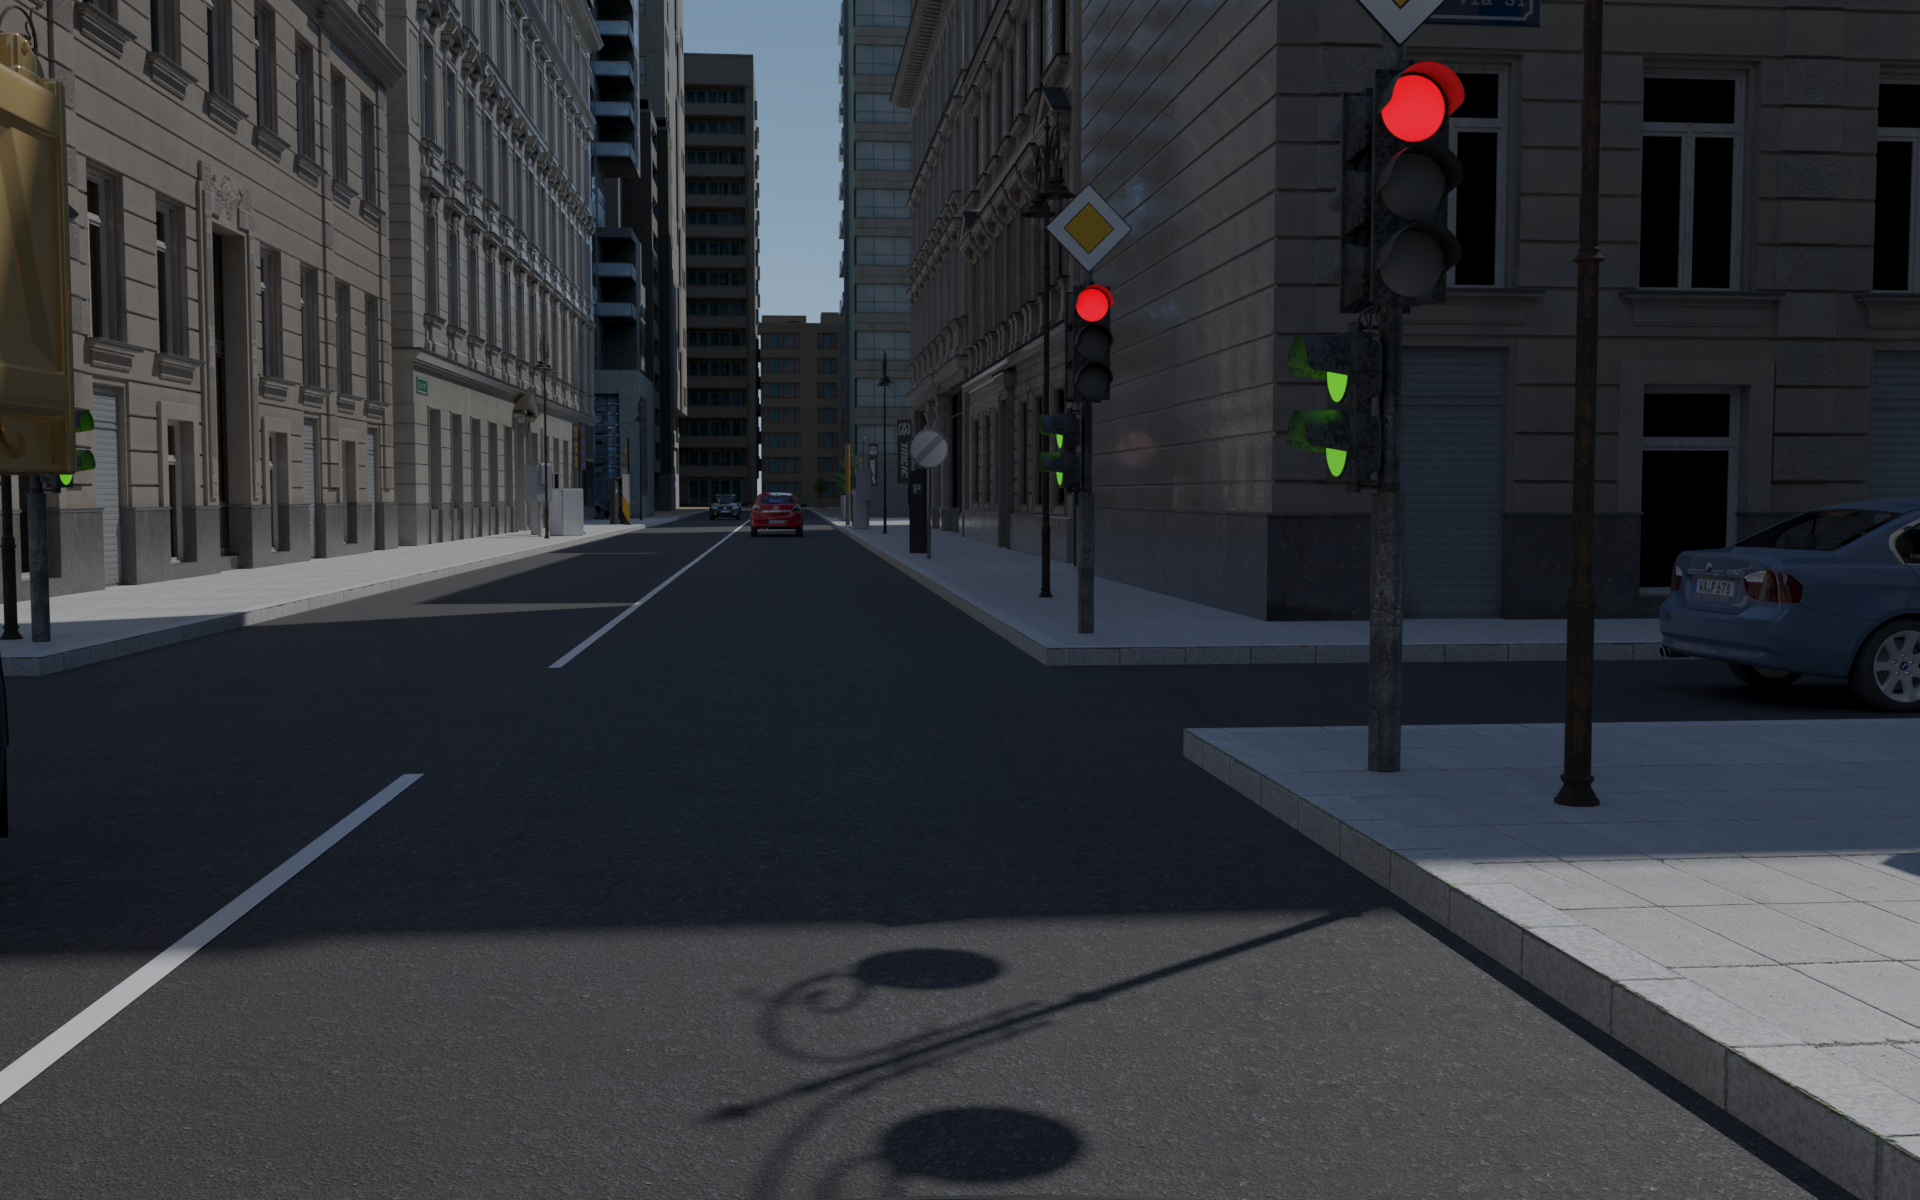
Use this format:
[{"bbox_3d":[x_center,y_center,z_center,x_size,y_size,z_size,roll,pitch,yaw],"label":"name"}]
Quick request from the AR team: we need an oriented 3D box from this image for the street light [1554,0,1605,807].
[{"bbox_3d":[2.559,-2.093,7.005,0.468,5.910,1.993,0,4,-6],"label":"street light"}]

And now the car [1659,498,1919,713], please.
[{"bbox_3d":[7.348,-0.017,12.282,4.499,1.417,2.014,0,4,-6],"label":"car"}]

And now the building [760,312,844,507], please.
[{"bbox_3d":[-7.098,-21.072,189.572,28.899,21.520,27.650,0,4,-6],"label":"building"}]

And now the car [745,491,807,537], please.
[{"bbox_3d":[-6.353,-3.114,59.950,2.155,1.783,4.494,0,4,-6],"label":"car"}]

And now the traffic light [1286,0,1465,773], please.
[{"bbox_3d":[1.952,-1.163,7.932,0.839,4.253,0.868,0,4,-6],"label":"traffic light"}]

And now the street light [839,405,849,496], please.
[{"bbox_3d":[-6.049,-7.189,90.321,0.468,5.910,1.993,0,4,-6],"label":"street light"}]

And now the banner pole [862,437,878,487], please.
[{"bbox_3d":[-3.971,-5.237,75.642,0.863,3.779,0.401,1,4,13],"label":"banner pole"}]

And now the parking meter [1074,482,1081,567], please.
[{"bbox_3d":[2.155,-1.531,30.739,0.255,1.863,0.399,0,4,6],"label":"parking meter"}]

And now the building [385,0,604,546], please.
[{"bbox_3d":[-23.371,-17.480,62.219,17.030,29.872,44.131,0,4,-6],"label":"building"}]

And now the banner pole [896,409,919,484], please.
[{"bbox_3d":[-1.487,-3.725,50.916,0.863,3.779,0.401,1,4,22],"label":"banner pole"}]

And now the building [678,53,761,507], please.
[{"bbox_3d":[-32.113,-34.227,183.314,21.600,48.544,21.300,0,4,-6],"label":"building"}]

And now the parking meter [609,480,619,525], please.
[{"bbox_3d":[-14.549,-4.105,72.834,0.255,1.863,0.399,1,4,14],"label":"parking meter"}]

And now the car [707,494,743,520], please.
[{"bbox_3d":[-13.130,-5.331,96.946,2.009,1.686,4.222,0,4,-7],"label":"car"}]

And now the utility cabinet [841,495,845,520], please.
[{"bbox_3d":[-5.629,-4.498,84.707,0.306,1.237,1.020,-1,4,-10],"label":"utility cabinet"}]

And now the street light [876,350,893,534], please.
[{"bbox_3d":[-2.425,-5.080,55.839,0.468,5.910,1.993,0,4,-6],"label":"street light"}]

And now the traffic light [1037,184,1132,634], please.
[{"bbox_3d":[1.144,-1.649,15.876,0.839,4.253,0.868,0,4,-6],"label":"traffic light"}]

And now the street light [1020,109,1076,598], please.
[{"bbox_3d":[1.066,-2.970,21.344,0.468,5.910,1.993,0,4,-6],"label":"street light"}]

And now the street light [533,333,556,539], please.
[{"bbox_3d":[-11.892,-4.703,49.687,0.468,5.910,1.993,0,4,-6],"label":"street light"}]

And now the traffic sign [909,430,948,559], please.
[{"bbox_3d":[-0.615,-2.090,34.275,0.768,2.556,0.104,0,4,-2],"label":"traffic sign"}]

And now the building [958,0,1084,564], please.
[{"bbox_3d":[5.732,-10.777,40.826,10.561,19.102,19.286,0,4,-6],"label":"building"}]

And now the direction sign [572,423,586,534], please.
[{"bbox_3d":[-12.259,-3.901,55.781,0.379,3.537,0.876,1,4,13],"label":"direction sign"}]

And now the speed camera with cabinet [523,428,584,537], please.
[{"bbox_3d":[-12.357,-3.568,52.671,0.660,3.252,2.038,2,4,29],"label":"speed camera with cabinet"}]

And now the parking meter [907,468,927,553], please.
[{"bbox_3d":[-0.924,-1.948,37.560,0.399,1.863,0.255,1,4,8],"label":"parking meter"}]

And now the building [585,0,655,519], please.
[{"bbox_3d":[-29.387,-48.280,102.054,22.319,86.520,31.000,0,4,-6],"label":"building"}]

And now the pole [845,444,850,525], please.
[{"bbox_3d":[-4.597,-4.713,70.905,0.158,3.312,0.155,0,3,0],"label":"pole"}]

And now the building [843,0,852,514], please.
[{"bbox_3d":[2.350,-35.395,120.701,21.231,58.520,28.212,0,4,-6],"label":"building"}]

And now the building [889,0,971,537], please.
[{"bbox_3d":[2.465,-13.487,71.428,10.553,20.767,40.483,0,4,-6],"label":"building"}]

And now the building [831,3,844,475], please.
[{"bbox_3d":[0.796,-32.499,150.972,23.786,49.044,30.456,0,4,-6],"label":"building"}]

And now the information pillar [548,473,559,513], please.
[{"bbox_3d":[-14.075,-3.393,59.969,0.304,2.012,0.304,2,4,26],"label":"information pillar"}]

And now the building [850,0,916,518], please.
[{"bbox_3d":[0.660,-25.458,99.840,14.154,41.232,14.086,0,4,-6],"label":"building"}]

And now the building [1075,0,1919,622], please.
[{"bbox_3d":[14.569,-13.831,23.407,25.104,27.353,12.463,0,4,-6],"label":"building"}]

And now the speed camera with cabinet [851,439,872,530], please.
[{"bbox_3d":[-3.616,-4.217,63.282,0.660,3.252,2.038,0,4,-8],"label":"speed camera with cabinet"}]

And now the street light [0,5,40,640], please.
[{"bbox_3d":[-8.391,-2.590,15.140,0.468,5.910,1.993,0,4,-6],"label":"street light"}]

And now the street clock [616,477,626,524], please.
[{"bbox_3d":[-14.311,-4.209,73.385,0.471,2.002,0.358,-3,5,-41],"label":"street clock"}]

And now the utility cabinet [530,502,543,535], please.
[{"bbox_3d":[-13.308,-2.651,54.512,0.306,1.237,1.020,0,4,-8],"label":"utility cabinet"}]

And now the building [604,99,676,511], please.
[{"bbox_3d":[-28.449,-21.699,126.487,14.160,30.474,14.107,0,4,-6],"label":"building"}]

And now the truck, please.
[{"bbox_3d":[-4.199,-0.364,1.882,3.469,3.379,9.791,0,4,-6],"label":"truck"}]

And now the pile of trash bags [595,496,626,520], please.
[{"bbox_3d":[-18.382,-4.770,87.735,3.447,1.369,1.912,2,4,35],"label":"pile of trash bags"}]

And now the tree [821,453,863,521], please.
[{"bbox_3d":[-5.810,-5.729,88.276,1.663,3.219,1.824,0,3,0],"label":"tree"}]

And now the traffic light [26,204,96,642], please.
[{"bbox_3d":[-7.969,-1.591,14.937,0.839,4.253,0.868,0,4,-6],"label":"traffic light"}]

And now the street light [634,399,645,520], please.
[{"bbox_3d":[-15.568,-6.823,84.347,0.468,5.910,1.993,0,4,-6],"label":"street light"}]

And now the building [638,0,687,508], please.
[{"bbox_3d":[-37.301,-34.166,147.846,27.495,52.752,28.713,0,4,-6],"label":"building"}]

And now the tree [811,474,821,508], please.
[{"bbox_3d":[-13.329,-10.600,167.905,1.663,3.219,1.824,0,3,0],"label":"tree"}]

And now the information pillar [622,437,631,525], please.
[{"bbox_3d":[-13.852,-4.923,71.851,0.183,3.616,0.504,-3,4,-39],"label":"information pillar"}]

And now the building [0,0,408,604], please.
[{"bbox_3d":[-17.641,-14.078,27.436,12.463,27.353,25.104,0,4,-6],"label":"building"}]
